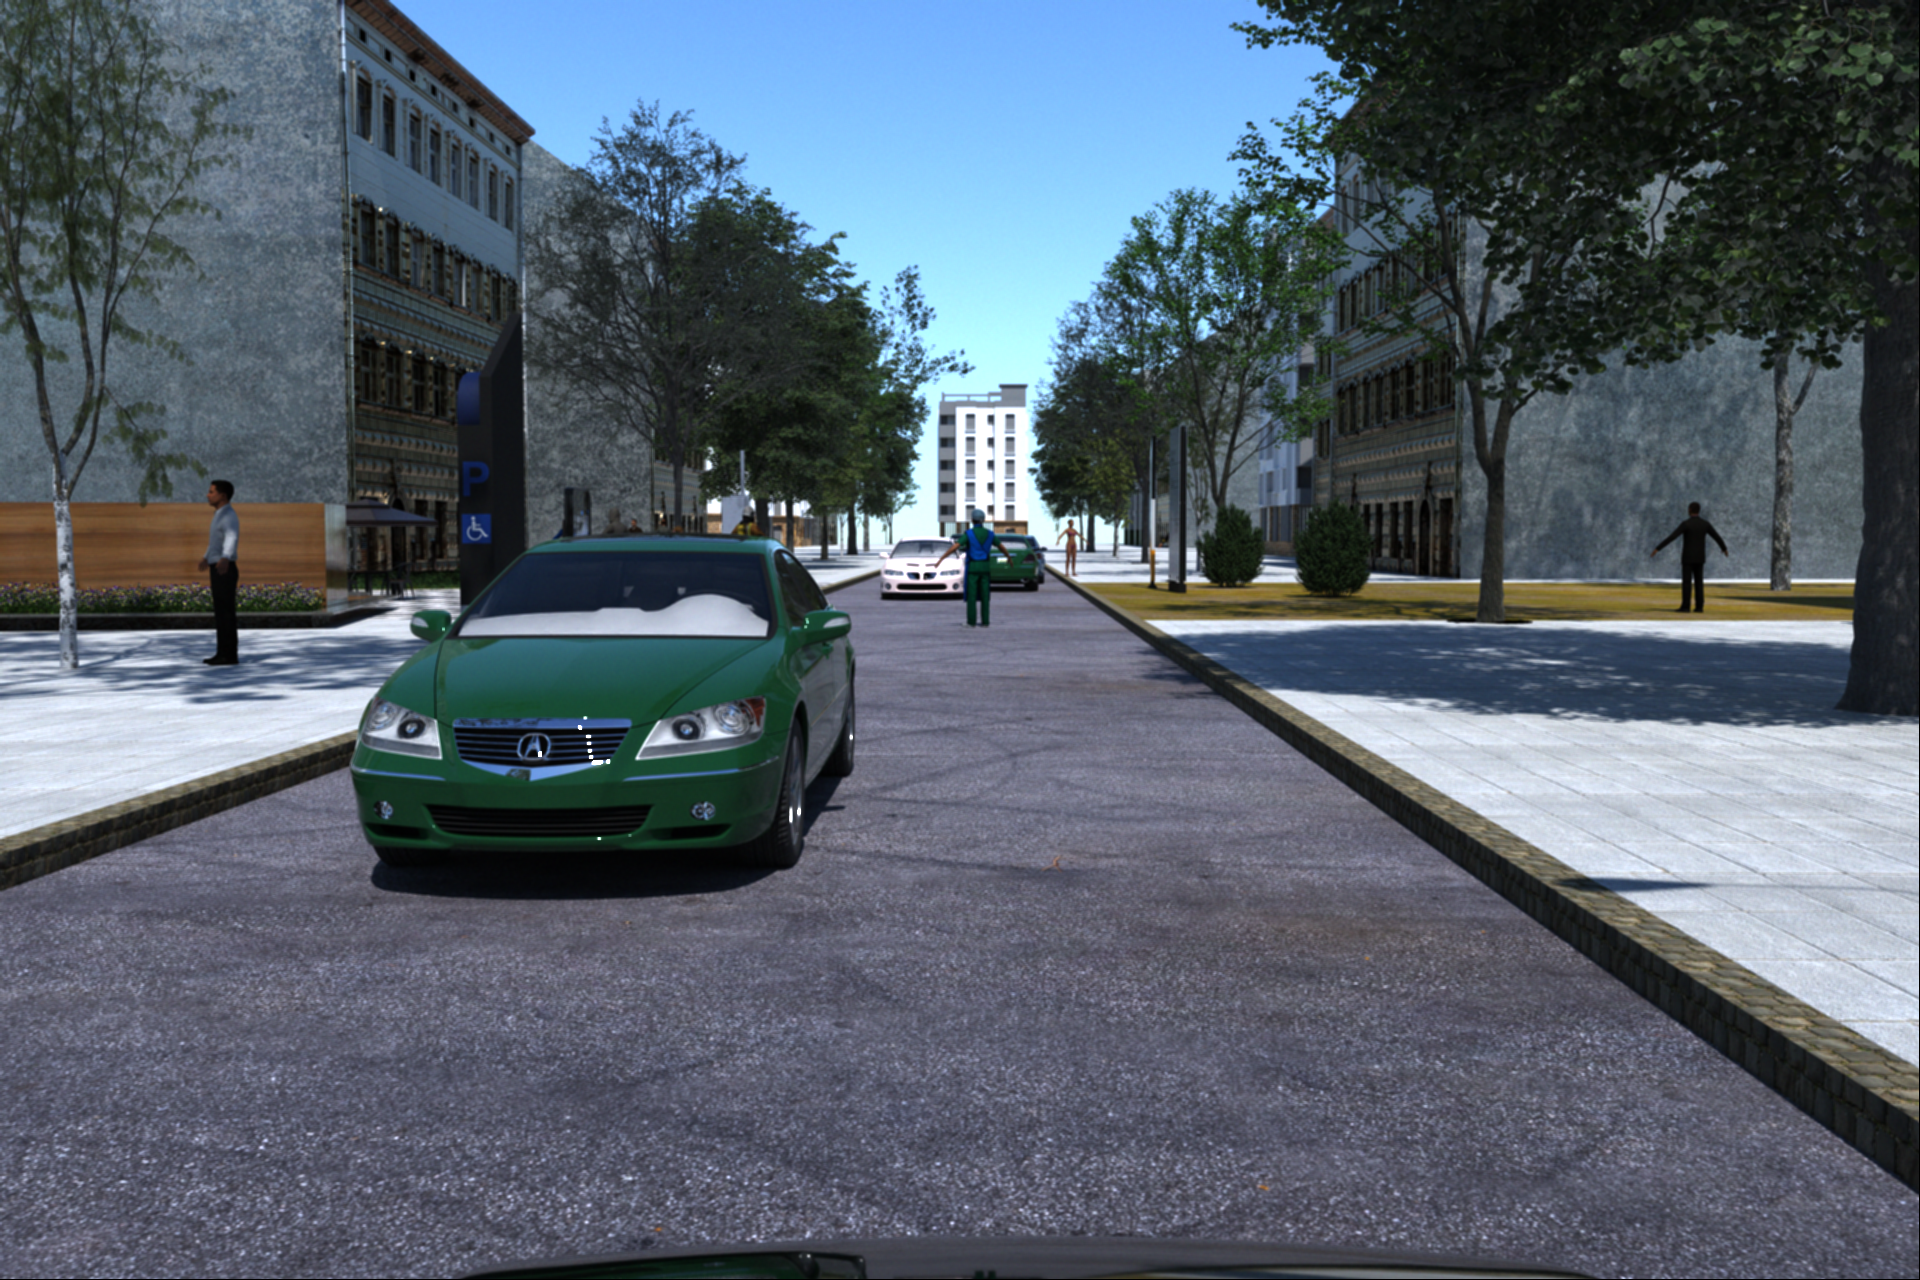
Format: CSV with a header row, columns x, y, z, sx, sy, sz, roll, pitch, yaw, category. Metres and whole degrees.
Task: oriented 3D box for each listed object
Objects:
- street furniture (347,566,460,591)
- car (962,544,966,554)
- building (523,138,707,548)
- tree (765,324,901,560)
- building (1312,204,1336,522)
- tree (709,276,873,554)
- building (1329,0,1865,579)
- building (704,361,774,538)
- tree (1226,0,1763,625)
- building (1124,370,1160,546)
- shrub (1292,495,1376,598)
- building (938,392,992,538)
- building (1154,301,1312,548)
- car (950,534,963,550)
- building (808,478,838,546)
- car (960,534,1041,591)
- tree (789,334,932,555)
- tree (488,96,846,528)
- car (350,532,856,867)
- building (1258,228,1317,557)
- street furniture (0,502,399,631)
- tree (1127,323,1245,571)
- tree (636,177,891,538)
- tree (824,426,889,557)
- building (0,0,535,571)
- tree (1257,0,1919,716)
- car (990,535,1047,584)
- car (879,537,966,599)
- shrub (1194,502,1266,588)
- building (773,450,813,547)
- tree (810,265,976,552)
x,y,z,sx,sy,sz,roll,pitch,yaw,category
-13.058,-1.548,40.940,10.072,0.657,5.734,-2,4,-25,street furniture
1.006,-5.861,104.623,1.959,1.807,4.718,0,4,1,car
-24.655,-16.177,95.417,19.493,23.208,18.063,0,4,0,building
-6.552,-9.732,84.876,9.928,11.665,9.643,0,3,0,tree
26.800,-15.055,77.080,19.493,23.208,18.063,0,4,1,building
-7.812,-9.603,75.140,7.486,12.596,7.792,0,3,0,tree
23.536,-13.865,57.621,19.493,23.208,18.063,0,4,1,building
-22.948,-18.092,152.231,16.016,20.090,11.380,0,4,1,building
7.577,-6.040,24.513,9.928,11.665,9.643,0,3,0,tree
28.004,-20.047,194.222,16.747,18.905,31.486,0,4,1,building
7.538,-1.890,34.950,1.661,2.075,1.752,0,3,0,shrub
-2.528,-22.254,222.725,11.380,20.090,16.016,0,4,5,building
28.598,-20.337,163.440,19.493,23.208,18.063,0,4,1,building
0.041,-6.692,121.218,2.131,1.459,4.920,0,4,1,car
-24.183,-22.417,197.443,19.493,23.208,18.063,0,4,2,building
1.069,-2.028,44.951,2.131,1.459,4.920,0,3,0,car
-6.573,-12.120,104.817,9.857,13.997,8.962,0,3,0,tree
-8.047,-8.474,48.926,12.009,13.543,11.850,0,3,0,tree
-1.576,0.172,8.981,2.131,1.459,4.920,0,4,1,car
23.783,-15.337,107.178,16.016,20.090,11.380,0,4,1,building
-13.309,-1.138,25.456,9.812,1.723,11.010,-1,4,-11,street furniture
8.476,-6.688,59.709,4.360,8.622,3.978,0,3,0,tree
-7.100,-9.520,62.314,9.857,13.997,8.962,0,3,0,tree
-6.676,-8.897,95.830,4.360,8.622,3.978,0,3,0,tree
-25.805,-13.781,56.255,19.493,23.208,18.063,0,4,1,building
6.692,-6.446,12.046,9.857,13.997,8.962,0,3,0,tree
1.598,-2.404,51.303,2.014,1.417,4.499,0,4,1,car
-0.774,-1.660,39.497,2.083,1.381,4.827,0,4,1,car
6.460,-2.281,41.332,1.661,2.075,1.752,0,3,0,shrub
-20.939,-19.318,172.275,16.016,20.090,11.380,0,4,1,building
-5.727,-16.283,122.116,12.611,20.169,13.585,0,3,0,tree
